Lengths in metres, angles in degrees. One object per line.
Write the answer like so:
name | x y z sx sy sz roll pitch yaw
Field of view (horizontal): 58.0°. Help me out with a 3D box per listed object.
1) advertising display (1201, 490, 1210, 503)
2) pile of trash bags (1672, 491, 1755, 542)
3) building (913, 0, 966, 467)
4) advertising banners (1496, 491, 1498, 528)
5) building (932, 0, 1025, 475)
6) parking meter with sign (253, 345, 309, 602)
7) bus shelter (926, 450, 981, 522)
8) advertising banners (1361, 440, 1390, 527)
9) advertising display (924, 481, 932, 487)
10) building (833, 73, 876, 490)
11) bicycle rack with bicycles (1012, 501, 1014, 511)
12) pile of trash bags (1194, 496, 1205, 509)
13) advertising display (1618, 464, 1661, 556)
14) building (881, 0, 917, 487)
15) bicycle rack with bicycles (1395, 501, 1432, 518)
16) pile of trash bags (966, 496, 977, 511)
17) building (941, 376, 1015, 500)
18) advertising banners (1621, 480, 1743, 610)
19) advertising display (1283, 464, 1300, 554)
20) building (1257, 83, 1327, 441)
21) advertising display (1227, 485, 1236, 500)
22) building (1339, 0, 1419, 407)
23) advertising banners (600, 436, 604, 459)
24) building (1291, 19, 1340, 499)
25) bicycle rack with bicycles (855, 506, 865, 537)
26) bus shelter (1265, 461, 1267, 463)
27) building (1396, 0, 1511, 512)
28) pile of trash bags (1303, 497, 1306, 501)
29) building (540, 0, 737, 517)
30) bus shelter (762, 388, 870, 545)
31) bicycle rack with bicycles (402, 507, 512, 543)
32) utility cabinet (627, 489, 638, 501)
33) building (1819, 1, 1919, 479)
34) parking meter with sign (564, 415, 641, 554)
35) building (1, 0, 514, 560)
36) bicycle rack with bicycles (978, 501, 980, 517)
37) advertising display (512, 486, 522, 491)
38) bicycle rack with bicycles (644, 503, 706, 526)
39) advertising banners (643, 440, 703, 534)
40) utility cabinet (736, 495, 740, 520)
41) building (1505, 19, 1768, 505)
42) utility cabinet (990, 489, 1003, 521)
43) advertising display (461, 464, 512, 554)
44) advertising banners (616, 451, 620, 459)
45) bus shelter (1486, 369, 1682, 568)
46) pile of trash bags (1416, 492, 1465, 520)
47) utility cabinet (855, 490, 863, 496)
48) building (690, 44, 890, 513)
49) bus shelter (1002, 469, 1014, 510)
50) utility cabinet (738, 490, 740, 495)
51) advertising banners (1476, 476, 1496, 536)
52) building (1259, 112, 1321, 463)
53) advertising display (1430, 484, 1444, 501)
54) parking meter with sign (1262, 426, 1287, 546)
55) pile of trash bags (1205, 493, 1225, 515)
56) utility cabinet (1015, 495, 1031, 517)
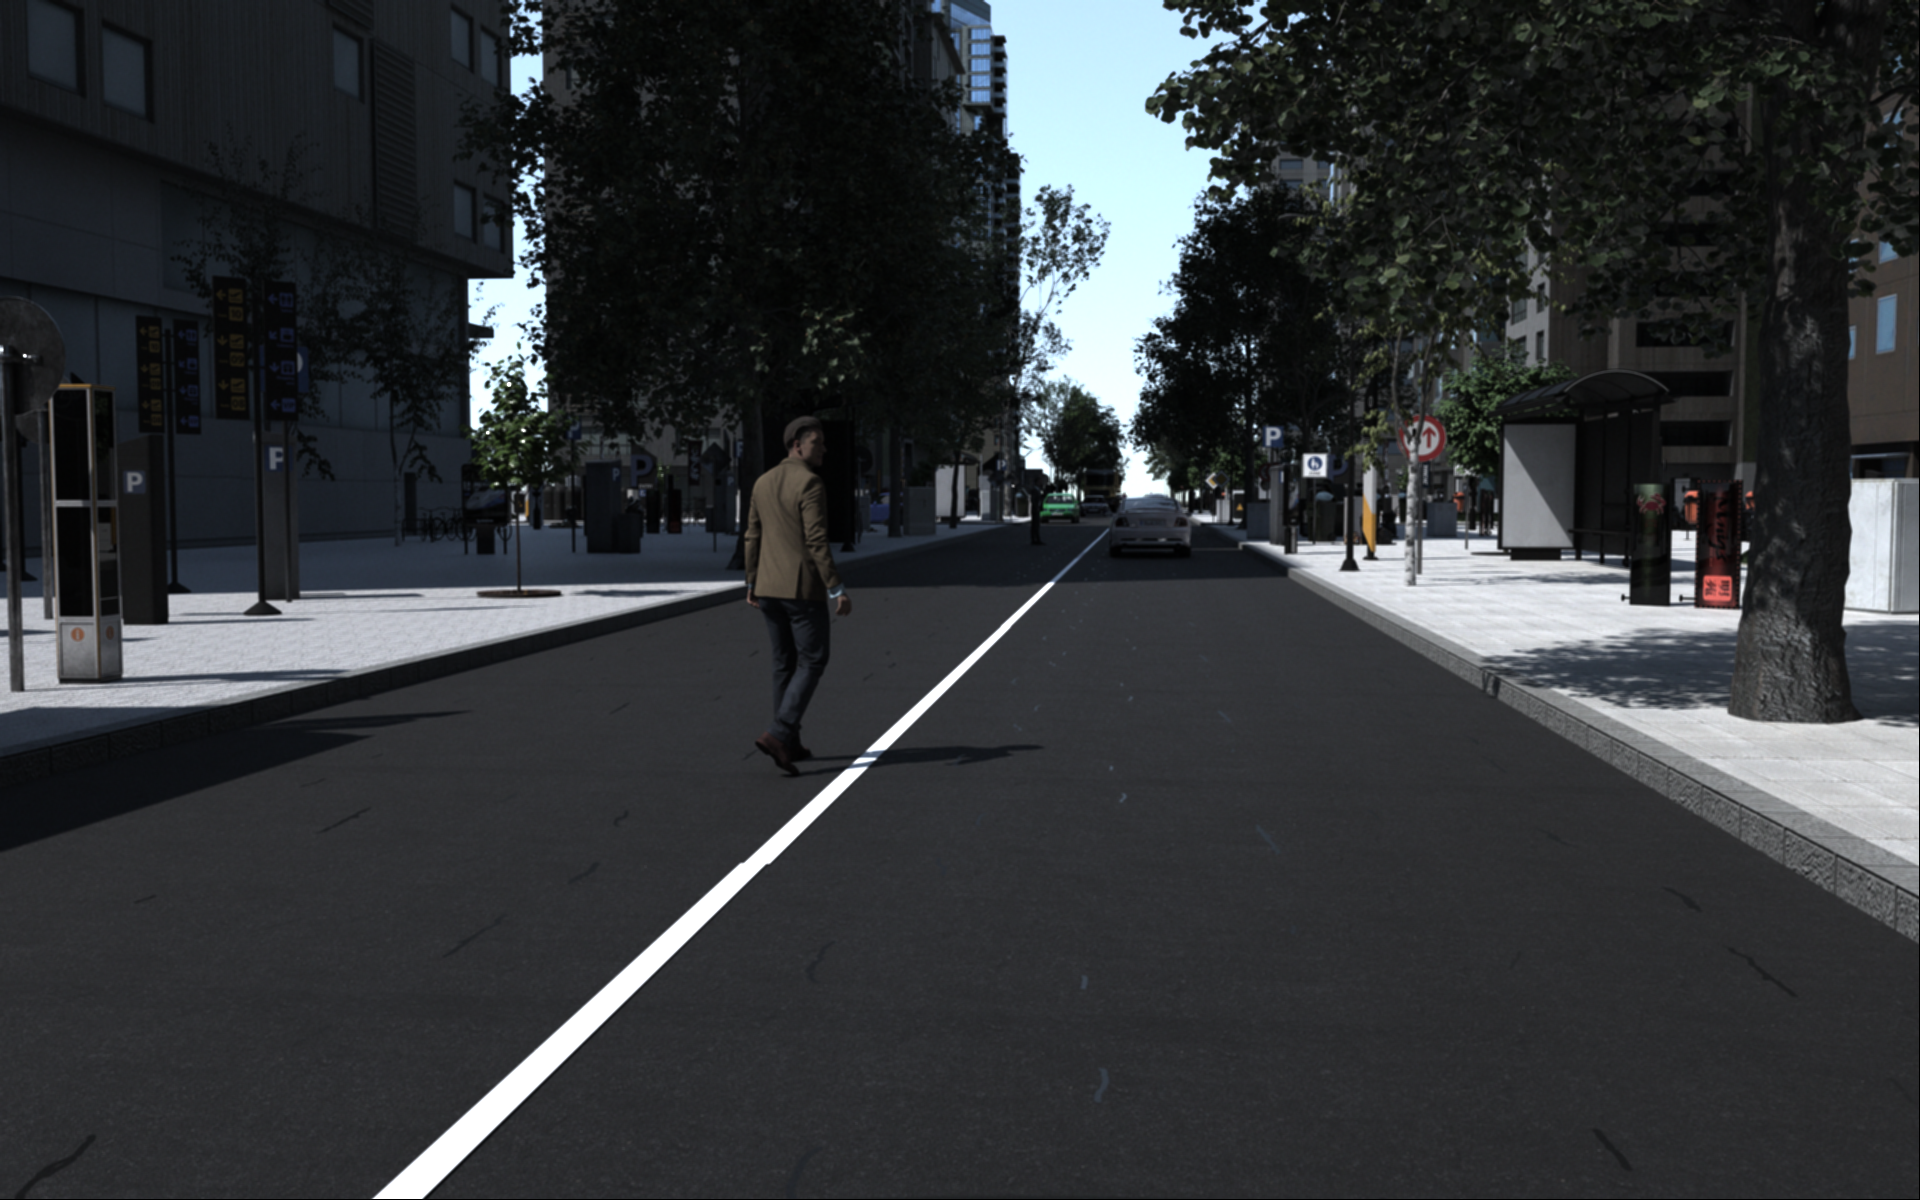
advertising display | 20.833 -8.651 146.657 0.974 1.923 0.123 -2 4 -32
pile of trash bags | 21.187 -2.296 47.298 1.912 1.369 3.447 -2 4 -25
building | -14.790 -36.834 191.474 28.713 52.752 27.495 0 4 6
advertising banners | 19.651 -4.057 62.518 0.090 3.025 2.074 -2 4 -28
building | 0.436 -60.215 297.179 22.319 86.520 31.000 0 4 6
parking meter with sign | -8.337 -1.523 21.169 0.543 3.016 1.738 -2 4 -28
bus shelter | -0.246 -5.375 81.812 2.014 3.302 5.546 0 4 6
advertising banners | 13.446 -3.648 55.838 0.090 3.025 2.074 2 4 35
advertising display | -1.499 -4.768 83.166 0.123 1.923 0.974 1 4 23
building | -14.017 -28.987 124.050 14.600 45.320 14.200 0 4 6
bicycle rack with bicycles | 5.119 -8.475 151.955 2.852 0.926 2.925 2 4 32
pile of trash bags | 20.573 -8.224 144.208 1.912 1.369 3.447 0 4 -4
advertising display | 14.157 -1.892 36.140 0.974 1.923 0.123 -1 4 -17
building | -13.063 -44.525 166.232 20.563 71.187 20.611 0 4 6
bicycle rack with bicycles | 24.780 -4.915 93.737 2.852 0.926 2.925 -3 5 -44
pile of trash bags | 1.397 -7.604 134.074 1.912 1.369 3.447 3 5 44
building | -6.240 -25.972 269.677 27.650 21.520 28.899 0 4 6
advertising banners | 8.455 -1.415 19.324 2.074 3.025 0.090 3 5 43
advertising display | 7.121 -1.957 37.210 0.123 1.923 0.974 2 4 25
building | 60.076 -52.569 297.760 20.563 71.187 20.611 0 4 6
advertising display | 15.924 -5.912 101.877 0.123 1.923 0.974 -2 4 -26
building | 46.971 -38.169 166.057 21.231 58.520 28.212 0 4 6
advertising banners | -10.762 -3.371 51.309 0.090 3.025 2.074 0 4 2
building | 50.219 -53.968 195.055 22.319 86.520 31.000 0 4 6
bicycle rack with bicycles | -4.163 -2.367 52.082 2.852 0.926 2.925 0 4 -8
bus shelter | 19.262 -7.458 113.216 1.731 3.624 6.357 0 4 6
building | 46.365 -31.217 129.998 23.786 49.044 30.456 0 4 6
pile of trash bags | 28.928 -8.482 148.436 3.447 1.369 1.912 1 4 21
building | -15.575 -25.597 102.113 14.154 41.232 14.086 0 4 6
bus shelter | -3.468 -3.031 40.837 1.731 3.624 6.357 0 4 6
bicycle rack with bicycles | -13.932 -2.075 47.309 2.852 0.926 2.925 -3 5 -41
utility cabinet | -29.153 -8.860 153.544 1.173 1.500 0.318 0 4 1
building | 32.411 -24.215 46.034 14.600 45.320 14.200 0 4 6
parking meter with sign | -7.764 -2.536 37.720 1.738 3.016 0.543 2 4 25
building | -29.558 -27.953 46.274 27.495 52.752 28.713 0 4 6
bicycle rack with bicycles | 0.703 -5.040 95.783 2.852 0.926 2.925 1 4 10
advertising display | -31.023 -7.085 121.053 0.974 1.923 0.123 2 4 32
bicycle rack with bicycles | -11.847 -3.409 69.127 2.925 0.926 2.852 3 5 44
advertising banners | -9.296 -3.670 56.187 2.074 3.025 0.090 1 4 13
utility cabinet | -10.838 -4.640 87.021 0.306 1.237 1.020 -3 5 -40
building | 38.086 -19.696 93.727 14.107 30.474 14.160 0 4 6
utility cabinet | 1.764 -4.560 83.243 0.318 1.500 1.173 1 4 18
advertising display | -10.128 -1.941 36.948 0.974 1.923 0.123 0 4 3
advertising banners | -14.132 -4.546 70.512 0.090 3.025 2.074 -2 4 -27
bus shelter | 10.912 -2.256 30.811 2.014 3.302 5.546 0 4 6
pile of trash bags | 23.304 -4.508 83.460 1.912 1.369 3.447 -1 4 -15
utility cabinet | -5.482 -4.797 87.112 1.173 1.500 0.318 -1 4 -12
building | -13.790 -28.305 146.378 14.154 41.232 14.086 0 4 6
bus shelter | 2.442 -7.517 116.822 2.014 3.302 5.546 0 4 6
utility cabinet | -11.373 -5.089 91.877 0.318 1.500 1.173 -2 4 -32
advertising banners | 15.938 -3.459 52.743 0.090 3.025 2.074 2 4 30
building | 57.962 -44.728 273.298 21.231 58.520 28.212 0 4 6
advertising display | 30.148 -6.378 109.493 0.974 1.923 0.123 -2 4 -24
parking meter with sign | 8.081 -2.897 43.633 0.543 3.016 1.738 0 4 -5
pile of trash bags | 16.123 -5.824 104.969 1.912 1.369 3.447 0 4 2
utility cabinet | 3.659 -5.338 98.444 1.020 1.237 0.306 1 4 21
